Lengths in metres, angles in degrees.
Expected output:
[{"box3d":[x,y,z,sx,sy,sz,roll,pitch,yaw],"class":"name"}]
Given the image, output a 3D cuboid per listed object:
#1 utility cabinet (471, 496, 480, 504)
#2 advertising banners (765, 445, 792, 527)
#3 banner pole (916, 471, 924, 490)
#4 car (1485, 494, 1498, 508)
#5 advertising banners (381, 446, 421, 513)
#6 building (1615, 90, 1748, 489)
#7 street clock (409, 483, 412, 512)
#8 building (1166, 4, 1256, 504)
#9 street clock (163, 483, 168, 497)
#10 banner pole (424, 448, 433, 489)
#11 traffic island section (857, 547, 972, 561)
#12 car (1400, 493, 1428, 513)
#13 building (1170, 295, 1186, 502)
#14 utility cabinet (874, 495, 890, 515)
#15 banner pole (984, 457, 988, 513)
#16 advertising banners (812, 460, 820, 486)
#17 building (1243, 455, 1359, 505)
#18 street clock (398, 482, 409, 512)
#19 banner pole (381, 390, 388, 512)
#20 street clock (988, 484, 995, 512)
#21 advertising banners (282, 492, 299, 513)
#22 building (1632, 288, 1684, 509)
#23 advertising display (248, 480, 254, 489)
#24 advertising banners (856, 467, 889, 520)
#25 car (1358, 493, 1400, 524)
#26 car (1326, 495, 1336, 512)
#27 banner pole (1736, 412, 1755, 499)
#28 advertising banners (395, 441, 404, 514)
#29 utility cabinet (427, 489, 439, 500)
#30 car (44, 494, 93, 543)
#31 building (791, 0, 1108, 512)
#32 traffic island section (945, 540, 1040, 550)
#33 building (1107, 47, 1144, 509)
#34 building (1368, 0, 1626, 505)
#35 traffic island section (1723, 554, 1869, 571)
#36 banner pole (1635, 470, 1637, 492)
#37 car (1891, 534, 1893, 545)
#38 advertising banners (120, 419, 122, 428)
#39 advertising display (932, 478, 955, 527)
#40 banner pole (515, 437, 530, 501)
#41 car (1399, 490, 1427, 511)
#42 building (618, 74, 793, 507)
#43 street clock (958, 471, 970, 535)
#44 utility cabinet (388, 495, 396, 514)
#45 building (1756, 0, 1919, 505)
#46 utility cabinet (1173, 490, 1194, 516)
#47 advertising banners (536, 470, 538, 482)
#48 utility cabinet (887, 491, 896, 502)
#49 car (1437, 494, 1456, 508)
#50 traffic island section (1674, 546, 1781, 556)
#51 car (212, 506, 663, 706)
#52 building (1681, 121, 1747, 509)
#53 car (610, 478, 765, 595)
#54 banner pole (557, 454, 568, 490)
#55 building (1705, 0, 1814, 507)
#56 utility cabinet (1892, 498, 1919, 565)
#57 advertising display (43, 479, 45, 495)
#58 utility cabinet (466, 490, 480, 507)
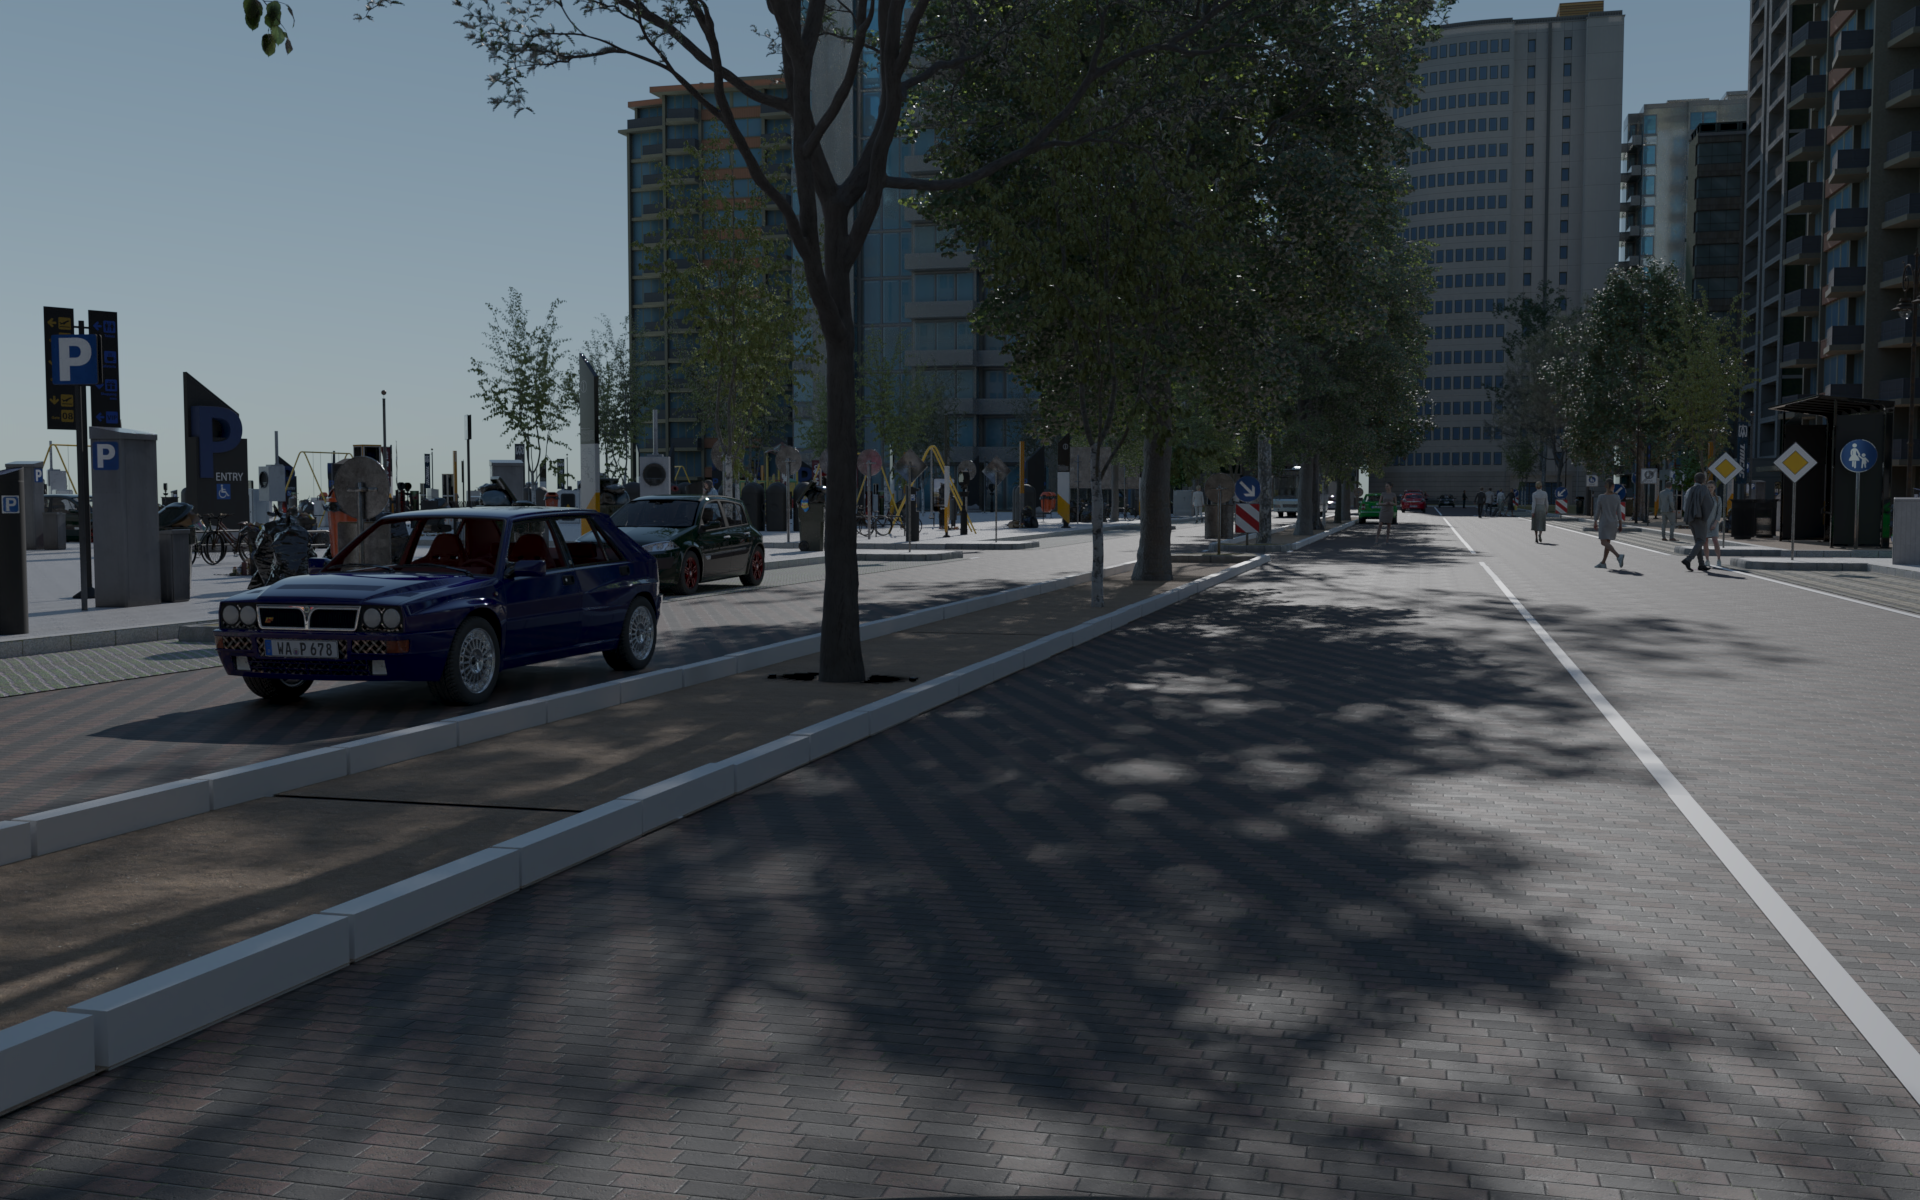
[{"box3d":[-15.016,-2.670,54.815,1.020,1.237,0.306,-1,4,-19],"class":"utility cabinet"},{"box3d":[-6.891,-4.082,62.925,2.074,3.025,0.090,3,4,38],"class":"advertising banners"},{"box3d":[-2.875,-8.045,121.558,0.863,3.779,0.401,-2,4,-28],"class":"banner pole"},{"box3d":[52.266,-9.757,169.314,2.009,1.686,4.222,1,4,17],"class":"car"},{"box3d":[-20.732,-4.160,64.208,0.090,3.025,2.074,2,4,24],"class":"advertising banners"},{"box3d":[94.069,-35.991,208.064,30.456,49.044,23.786,1,4,15],"class":"building"},{"box3d":[-34.082,-6.258,106.883,0.358,2.002,0.471,3,5,44],"class":"street clock"},{"box3d":[26.568,-48.026,223.480,20.611,71.187,20.563,1,4,15],"class":"building"},{"box3d":[-51.894,-6.642,113.165,0.358,2.002,0.471,-1,4,-18],"class":"street clock"},{"box3d":[-28.899,-6.384,94.390,0.401,3.779,0.863,2,4,24],"class":"banner pole"},{"box3d":[-1.128,-0.973,38.195,2.009,0.180,2.903,1,4,15],"class":"traffic island section"},{"box3d":[35.039,-7.624,133.687,2.155,1.783,4.494,1,4,15],"class":"car"},{"box3d":[15.987,-24.941,179.485,14.107,30.474,14.160,1,4,15],"class":"building"},{"box3d":[-4.810,-5.867,107.081,1.020,1.237,0.306,0,4,5],"class":"utility cabinet"},{"box3d":[1.735,-7.693,115.796,0.401,3.779,0.863,1,4,21],"class":"banner pole"},{"box3d":[-8.099,-5.658,88.693,2.074,3.025,0.090,0,4,-5],"class":"advertising banners"},{"box3d":[43.174,-27.310,218.226,14.107,30.474,14.160,1,4,15],"class":"building"},{"box3d":[-33.659,-6.103,104.346,0.358,2.002,0.471,1,4,23],"class":"street clock"},{"box3d":[-13.908,-3.176,41.941,0.401,3.779,0.863,-1,4,-16],"class":"banner pole"},{"box3d":[2.230,-7.111,120.827,0.471,2.002,0.358,2,4,26],"class":"street clock"},{"box3d":[-45.238,-7.321,115.884,2.074,3.025,0.090,1,4,10],"class":"advertising banners"},{"box3d":[77.110,-19.019,155.992,27.650,21.520,28.899,1,4,15],"class":"building"},{"box3d":[-33.296,-4.634,80.982,0.974,1.923,0.123,3,5,41],"class":"advertising display"},{"box3d":[-4.570,-5.509,86.258,2.074,3.025,0.090,-1,4,-18],"class":"advertising banners"},{"box3d":[20.371,-4.618,84.295,1.959,1.807,4.718,1,4,15],"class":"car"},{"box3d":[29.082,-7.471,134.729,1.945,1.354,3.894,1,4,16],"class":"car"},{"box3d":[23.882,-3.832,52.663,0.863,3.779,0.401,-2,4,-26],"class":"banner pole"},{"box3d":[-18.721,-3.762,57.693,0.090,3.025,2.074,-1,4,-15],"class":"advertising banners"},{"box3d":[-21.142,-3.723,69.542,0.318,1.500,1.173,-2,4,-25],"class":"utility cabinet"},{"box3d":[-23.936,-2.285,47.147,4.222,1.686,2.009,1,4,15],"class":"car"},{"box3d":[0.233,-31.784,139.284,23.786,49.044,30.456,1,4,15],"class":"building"},{"box3d":[0.936,-1.445,45.910,2.009,0.180,2.903,1,4,15],"class":"traffic island section"},{"box3d":[10.082,-31.176,159.840,14.600,45.320,14.200,1,4,15],"class":"building"},{"box3d":[65.307,-41.086,213.757,28.212,58.520,21.231,1,4,15],"class":"building"},{"box3d":[16.156,-0.691,33.582,2.009,0.180,2.903,1,4,15],"class":"traffic island section"},{"box3d":[37.436,-6.451,95.498,0.863,3.779,0.401,-2,4,-33],"class":"banner pole"},{"box3d":[22.087,-1.672,36.132,4.718,1.807,1.959,1,4,13],"class":"car"},{"box3d":[-20.367,-2.765,41.393,0.090,3.025,2.074,-3,5,-44],"class":"advertising banners"},{"box3d":[-0.647,-3.858,68.289,0.974,1.923,0.123,-2,4,-26],"class":"advertising display"},{"box3d":[-19.000,-5.225,75.440,0.863,3.779,0.401,0,4,7],"class":"banner pole"},{"box3d":[38.716,-8.521,147.991,2.281,1.827,5.304,1,4,13],"class":"car"},{"box3d":[-19.713,-32.380,184.044,28.867,44.769,22.147,1,4,15],"class":"building"},{"box3d":[0.121,-3.045,54.361,0.358,2.002,0.471,-1,4,-23],"class":"street clock"},{"box3d":[-36.707,-6.169,112.022,0.306,1.237,1.020,0,4,3],"class":"utility cabinet"},{"box3d":[57.599,-26.814,93.037,22.147,44.769,28.867,1,4,15],"class":"building"},{"box3d":[12.832,-5.538,99.224,1.173,1.500,0.318,3,5,39],"class":"utility cabinet"},{"box3d":[-29.266,-7.596,120.378,0.090,3.025,2.074,-2,4,-23],"class":"advertising banners"},{"box3d":[-4.759,-6.395,113.236,1.173,1.500,0.318,1,4,9],"class":"utility cabinet"},{"box3d":[51.829,-10.683,184.452,2.009,1.686,4.222,1,4,15],"class":"car"},{"box3d":[18.220,-1.163,41.297,2.009,0.180,2.903,1,4,15],"class":"traffic island section"},{"box3d":[-3.763,-0.032,13.111,1.945,1.354,3.894,1,4,16],"class":"car"},{"box3d":[64.164,-22.288,136.117,14.160,30.474,14.107,1,4,15],"class":"building"},{"box3d":[-4.292,-0.977,25.764,2.009,1.686,4.222,1,4,15],"class":"car"},{"box3d":[-24.554,-7.174,107.306,0.863,3.779,0.401,-1,4,-14],"class":"banner pole"},{"box3d":[63.853,-41.515,117.023,20.563,71.187,20.611,1,4,15],"class":"building"},{"box3d":[17.470,-1.235,31.349,1.020,1.237,0.306,2,4,27],"class":"utility cabinet"},{"box3d":[-38.156,-4.039,71.258,0.123,1.923,0.974,3,4,39],"class":"advertising display"},{"box3d":[-29.666,-5.968,106.255,1.173,1.500,0.318,-2,4,-34],"class":"utility cabinet"}]
